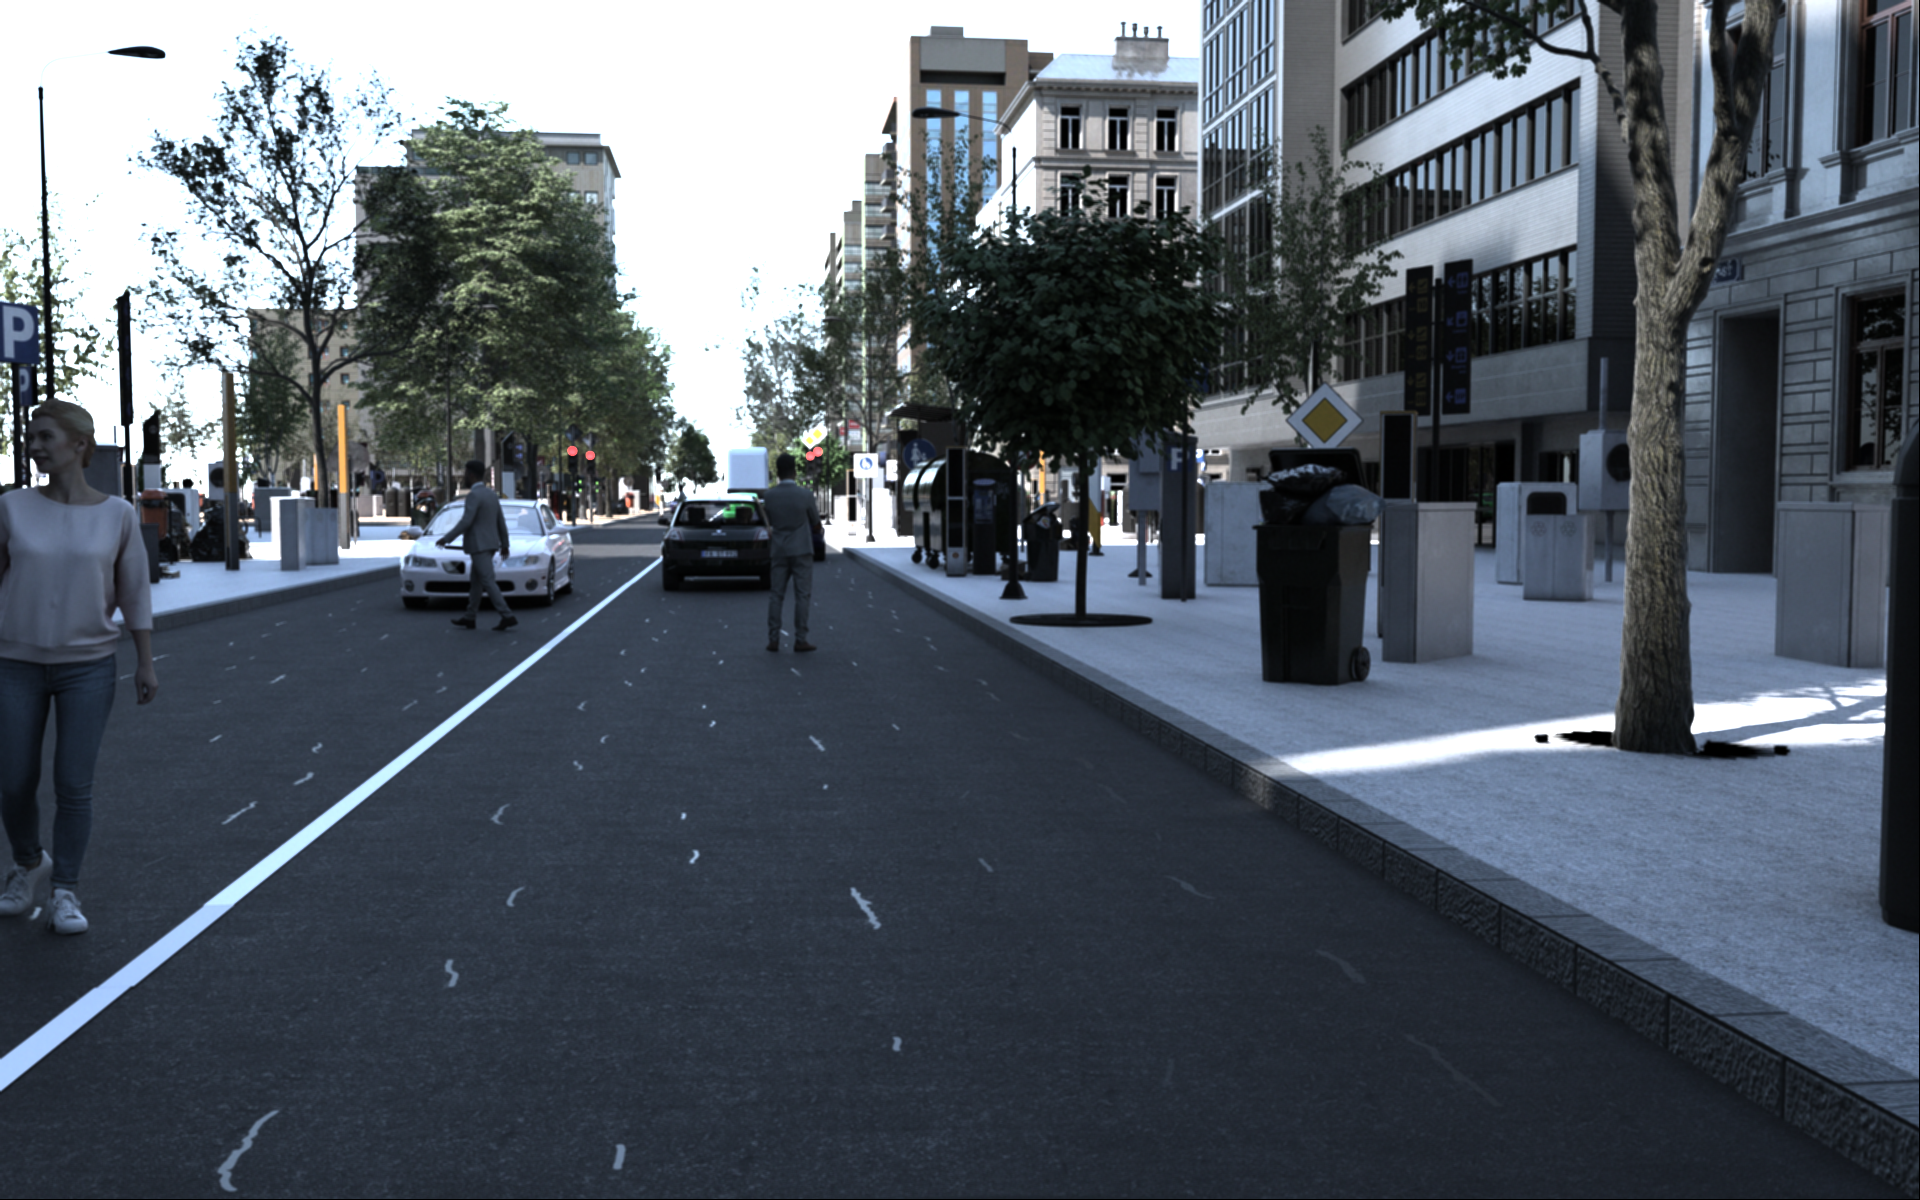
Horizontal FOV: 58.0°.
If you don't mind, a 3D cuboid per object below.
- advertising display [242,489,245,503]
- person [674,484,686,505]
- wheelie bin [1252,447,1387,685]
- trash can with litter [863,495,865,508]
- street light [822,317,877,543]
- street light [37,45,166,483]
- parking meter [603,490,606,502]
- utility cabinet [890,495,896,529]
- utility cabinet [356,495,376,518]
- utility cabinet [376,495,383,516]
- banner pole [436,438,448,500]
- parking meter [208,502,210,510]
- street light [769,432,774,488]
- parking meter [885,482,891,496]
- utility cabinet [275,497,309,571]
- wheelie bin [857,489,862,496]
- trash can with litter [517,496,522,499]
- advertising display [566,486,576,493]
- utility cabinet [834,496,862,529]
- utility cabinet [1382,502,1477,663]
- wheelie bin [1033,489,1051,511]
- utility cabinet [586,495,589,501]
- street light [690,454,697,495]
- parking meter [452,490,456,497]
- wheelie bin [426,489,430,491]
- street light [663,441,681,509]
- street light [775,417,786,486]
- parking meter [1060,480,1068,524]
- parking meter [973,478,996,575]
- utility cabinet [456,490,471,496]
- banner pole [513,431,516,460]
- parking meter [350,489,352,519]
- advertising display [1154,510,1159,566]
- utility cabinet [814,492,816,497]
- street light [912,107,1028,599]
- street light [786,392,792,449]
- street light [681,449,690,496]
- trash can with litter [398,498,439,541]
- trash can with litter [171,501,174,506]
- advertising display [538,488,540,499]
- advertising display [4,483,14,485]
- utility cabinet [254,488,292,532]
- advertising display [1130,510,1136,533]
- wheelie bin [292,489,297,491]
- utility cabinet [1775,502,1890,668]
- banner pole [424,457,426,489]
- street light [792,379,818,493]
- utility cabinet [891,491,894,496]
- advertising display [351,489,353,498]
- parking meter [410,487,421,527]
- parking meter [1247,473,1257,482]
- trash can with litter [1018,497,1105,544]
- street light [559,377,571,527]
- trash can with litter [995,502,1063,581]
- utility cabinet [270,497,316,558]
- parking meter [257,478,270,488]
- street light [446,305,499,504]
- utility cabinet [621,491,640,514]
[{"bbox_3d":[-54.805,-7.776,132.345,0.123,1.923,0.974,-2,4,-29],"label":"advertising display"},{"bbox_3d":[-10.737,-3.533,66.453,0.466,1.800,0.511,-1,4,-11],"label":"person"},{"bbox_3d":[2.435,-0.241,11.842,0.980,1.594,0.693,2,4,34],"label":"wheelie bin"},{"bbox_3d":[-8.076,-8.664,153.050,1.055,1.170,0.624,1,4,9],"label":"trash can with litter"},{"bbox_3d":[-2.905,-4.469,45.605,1.470,5.913,1.316,0,4,-7],"label":"street light"},{"bbox_3d":[-8.924,-2.783,18.037,1.470,5.913,1.316,0,4,-7],"label":"street light"},{"bbox_3d":[-24.285,-6.754,118.833,0.372,1.533,0.369,0,3,0],"label":"parking meter"},{"bbox_3d":[-2.693,-3.234,64.034,0.306,1.237,1.020,-3,4,-37],"label":"utility cabinet"},{"bbox_3d":[-32.397,-5.071,94.074,0.306,1.237,1.020,3,4,38],"label":"utility cabinet"},{"bbox_3d":[-33.734,-5.452,100.303,0.306,1.237,1.020,0,4,3],"label":"utility cabinet"},{"bbox_3d":[-23.061,-5.339,77.307,0.401,3.779,0.863,2,4,28],"label":"banner pole"},{"bbox_3d":[-45.132,-5.872,104.419,0.372,1.533,0.369,0,3,0],"label":"parking meter"},{"bbox_3d":[-13.161,-9.515,128.106,1.470,5.913,1.316,0,4,-7],"label":"street light"},{"bbox_3d":[-3.320,-4.416,77.918,0.399,1.863,0.255,-1,4,-17],"label":"parking meter"},{"bbox_3d":[-11.333,-1.116,29.407,0.306,1.237,1.020,-1,4,-14],"label":"utility cabinet"},{"bbox_3d":[-6.832,-6.404,112.606,0.980,1.594,0.693,2,4,24],"label":"wheelie bin"},{"bbox_3d":[-29.417,-6.314,114.620,1.055,1.170,0.624,3,5,40],"label":"trash can with litter"},{"bbox_3d":[-32.224,-8.463,143.580,0.123,1.923,0.974,3,5,43],"label":"advertising display"},{"bbox_3d":[-4.165,-3.266,64.559,1.020,1.237,0.306,0,4,3],"label":"utility cabinet"},{"bbox_3d":[3.668,-0.146,13.552,0.306,1.237,1.020,3,5,41],"label":"utility cabinet"},{"bbox_3d":[3.267,-3.735,68.983,0.693,1.594,0.980,0,4,-3],"label":"wheelie bin"},{"bbox_3d":[-31.546,-8.288,146.665,0.306,1.237,1.020,-1,4,-18],"label":"utility cabinet"},{"bbox_3d":[-31.711,-14.000,201.448,1.470,5.913,1.316,0,4,-7],"label":"street light"},{"bbox_3d":[-34.259,-6.643,117.026,0.372,1.533,0.369,0,3,0],"label":"parking meter"},{"bbox_3d":[-35.414,-6.556,115.096,0.980,1.594,0.693,-3,5,-44],"label":"wheelie bin"},{"bbox_3d":[-25.548,-11.000,152.389,1.470,5.913,1.316,0,4,-7],"label":"street light"},{"bbox_3d":[-10.163,-8.038,103.963,1.470,5.913,1.316,0,4,-7],"label":"street light"},{"bbox_3d":[4.257,-3.975,70.704,0.255,1.863,0.399,-1,4,-9],"label":"parking meter"},{"bbox_3d":[0.385,-1.168,27.506,0.372,1.533,0.369,0,3,0],"label":"parking meter"},{"bbox_3d":[-25.188,-4.901,88.810,1.173,1.500,0.318,-2,4,-29],"label":"utility cabinet"},{"bbox_3d":[-17.662,-4.799,68.478,0.401,3.779,0.863,0,4,1],"label":"banner pole"},{"bbox_3d":[-21.868,-3.421,61.647,0.399,1.863,0.255,-1,4,-17],"label":"parking meter"},{"bbox_3d":[3.580,-1.560,30.724,0.123,1.923,0.974,0,4,2],"label":"advertising display"},{"bbox_3d":[-10.956,-7.882,137.545,1.173,1.500,0.318,1,4,11],"label":"utility cabinet"},{"bbox_3d":[0.119,-2.965,21.017,1.470,5.913,1.316,0,4,-7],"label":"street light"},{"bbox_3d":[-7.036,-6.503,78.858,1.470,5.913,1.316,0,4,-7],"label":"street light"},{"bbox_3d":[-28.643,-12.500,176.919,1.470,5.913,1.316,0,4,-7],"label":"street light"},{"bbox_3d":[-14.990,-2.220,47.679,1.055,1.170,0.624,1,4,18],"label":"trash can with litter"},{"bbox_3d":[-19.999,-1.976,43.697,0.624,1.170,1.055,-2,4,-35],"label":"trash can with litter"},{"bbox_3d":[-34.179,-8.213,139.503,0.974,1.923,0.123,2,4,34],"label":"advertising display"},{"bbox_3d":[-52.753,-5.584,96.504,0.974,1.923,0.123,0,4,6],"label":"advertising display"},{"bbox_3d":[-23.206,-3.048,58.513,1.173,1.500,0.318,0,4,-1],"label":"utility cabinet"},{"bbox_3d":[5.489,-2.842,51.685,0.974,1.923,0.123,-2,4,-32],"label":"advertising display"},{"bbox_3d":[-40.175,-5.910,104.542,0.980,1.594,0.693,3,5,41],"label":"wheelie bin"},{"bbox_3d":[6.654,-0.127,13.243,0.306,1.237,1.020,0,4,-4],"label":"utility cabinet"},{"bbox_3d":[-33.485,-7.246,108.489,0.401,3.779,0.863,-1,4,-20],"label":"banner pole"},{"bbox_3d":[-5.873,-5.946,69.752,1.470,5.913,1.316,0,4,-7],"label":"street light"},{"bbox_3d":[-5.716,-7.905,137.930,0.318,1.500,1.173,2,4,34],"label":"utility cabinet"},{"bbox_3d":[-47.470,-7.950,135.197,0.974,1.923,0.123,2,4,33],"label":"advertising display"},{"bbox_3d":[-18.826,-3.153,59.957,0.372,1.533,0.369,0,3,0],"label":"parking meter"},{"bbox_3d":[8.013,-2.561,47.590,0.255,1.863,0.399,0,4,2],"label":"parking meter"},{"bbox_3d":[2.530,-2.056,44.667,2.233,1.210,1.678,1,4,17],"label":"trash can with litter"},{"bbox_3d":[-14.993,-5.798,67.341,1.470,5.913,1.316,0,4,-7],"label":"street light"},{"bbox_3d":[0.997,-0.866,25.549,1.055,1.170,0.624,3,4,36],"label":"trash can with litter"},{"bbox_3d":[-13.469,-1.460,35.034,0.306,1.237,1.020,1,4,18],"label":"utility cabinet"},{"bbox_3d":[-24.812,-3.429,61.768,0.399,1.863,0.255,0,4,4],"label":"parking meter"},{"bbox_3d":[-12.034,-4.289,42.662,1.470,5.913,1.316,0,4,-7],"label":"street light"},{"bbox_3d":[-20.846,-6.170,109.555,1.173,1.500,0.318,0,4,2],"label":"utility cabinet"}]
